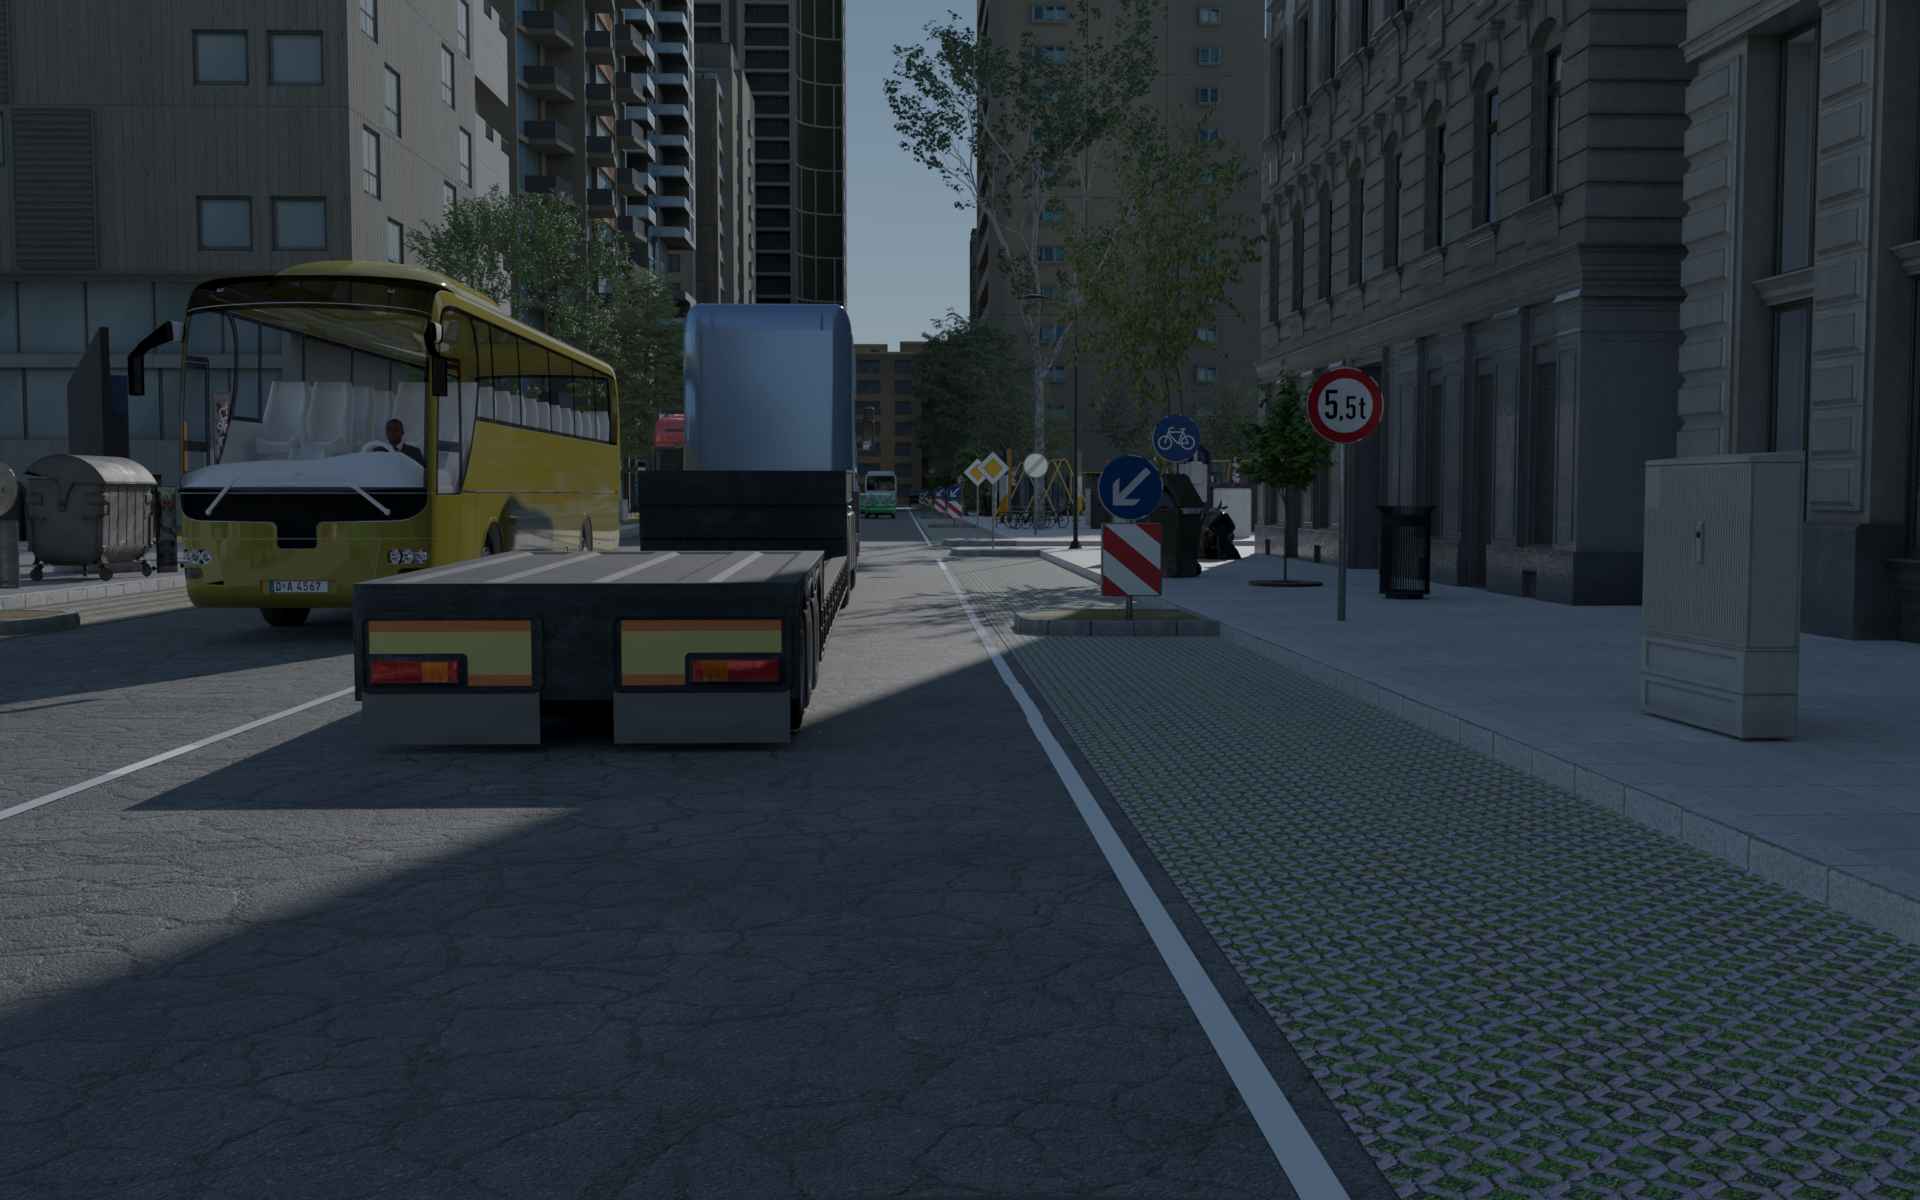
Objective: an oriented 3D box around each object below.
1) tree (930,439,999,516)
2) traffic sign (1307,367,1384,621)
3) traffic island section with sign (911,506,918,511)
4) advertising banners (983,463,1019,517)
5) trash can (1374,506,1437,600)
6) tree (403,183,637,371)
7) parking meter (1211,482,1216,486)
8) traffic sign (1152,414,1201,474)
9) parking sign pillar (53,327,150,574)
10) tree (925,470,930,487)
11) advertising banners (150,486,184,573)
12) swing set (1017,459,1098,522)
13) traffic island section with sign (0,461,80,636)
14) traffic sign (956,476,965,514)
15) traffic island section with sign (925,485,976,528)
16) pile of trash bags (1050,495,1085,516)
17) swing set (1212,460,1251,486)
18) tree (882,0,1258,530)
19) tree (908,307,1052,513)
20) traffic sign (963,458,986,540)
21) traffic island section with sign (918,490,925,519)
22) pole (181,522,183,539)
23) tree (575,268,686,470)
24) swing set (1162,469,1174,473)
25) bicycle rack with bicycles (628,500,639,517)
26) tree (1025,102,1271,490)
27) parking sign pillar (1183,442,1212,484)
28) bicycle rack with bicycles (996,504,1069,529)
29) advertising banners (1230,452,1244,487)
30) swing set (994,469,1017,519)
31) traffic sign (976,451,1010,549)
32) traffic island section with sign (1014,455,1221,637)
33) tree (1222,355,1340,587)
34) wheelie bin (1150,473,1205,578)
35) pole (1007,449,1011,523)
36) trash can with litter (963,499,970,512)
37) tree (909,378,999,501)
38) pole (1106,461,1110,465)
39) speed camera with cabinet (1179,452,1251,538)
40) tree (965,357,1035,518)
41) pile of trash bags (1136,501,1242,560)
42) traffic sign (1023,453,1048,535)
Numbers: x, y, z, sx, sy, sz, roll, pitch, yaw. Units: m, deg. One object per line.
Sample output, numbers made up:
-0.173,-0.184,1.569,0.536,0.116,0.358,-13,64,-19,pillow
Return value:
1.102,-7.332,103.590,4.285,4.588,4.351,0,3,0,tree
3.870,-1.063,17.488,0.768,2.556,0.104,0,4,3,traffic sign
-3.092,-8.743,151.574,1.989,1.847,2.006,0,4,-2,traffic island section with sign
2.298,-6.197,97.513,2.074,3.025,0.090,1,4,16,advertising banners
5.460,-0.587,21.245,0.748,1.137,0.748,0,3,0,trash can
-14.748,-8.022,56.915,9.928,11.665,9.643,0,3,0,tree
12.195,-4.787,83.977,0.255,1.863,0.399,3,4,39,parking meter
3.459,-1.690,27.736,0.768,2.556,0.104,0,4,8,traffic sign
-14.179,-2.449,28.512,1.447,3.967,1.447,3,5,40,parking sign pillar
-1.121,-11.021,163.902,4.285,4.588,4.351,0,3,0,tree
-12.767,-2.001,28.899,0.090,3.025,2.074,1,4,15,advertising banners
4.368,-4.911,77.923,2.862,2.851,3.119,0,4,-8,swing set
-10.431,-0.578,18.078,1.989,1.847,2.006,0,4,-2,traffic island section with sign
0.158,-6.767,110.743,0.768,2.556,0.104,0,4,7,traffic sign
-0.360,-3.985,73.785,1.989,1.847,2.006,0,4,-2,traffic island section with sign
6.485,-5.649,102.105,1.912,1.369,3.447,1,4,17,pile of trash bags
12.466,-5.066,80.443,3.119,2.851,2.862,1,4,21,swing set
4.136,-12.563,61.292,12.611,20.169,13.585,0,3,0,tree
1.137,-12.947,118.346,9.857,13.997,8.962,0,3,0,tree
0.494,-2.756,48.702,0.795,2.450,0.064,0,4,-2,traffic sign
-1.300,-5.633,100.724,1.989,1.847,2.006,0,4,-2,traffic island section with sign
-21.833,-3.358,48.740,0.158,3.312,0.155,0,3,0,pole
-16.086,-10.357,87.469,7.486,12.596,7.792,0,3,0,tree
14.086,-6.827,109.238,3.119,2.851,2.862,2,4,34,swing set
-17.252,-5.140,97.422,2.925,0.926,2.852,3,5,44,bicycle rack with bicycles
3.634,-4.986,31.884,4.737,8.622,4.395,0,3,0,tree
10.316,-5.315,75.378,1.447,3.967,1.447,-3,5,-41,parking sign pillar
2.722,-3.133,64.612,2.925,0.926,2.852,-1,4,-22,bicycle rack with bicycles
10.304,-4.472,69.300,2.074,3.025,0.090,1,4,12,advertising banners
3.158,-5.265,83.704,2.862,2.851,3.119,0,4,-6,swing set
0.774,-2.268,40.721,0.795,2.450,0.064,0,4,-2,traffic sign
1.590,-0.589,18.250,1.989,1.847,2.006,0,4,-2,traffic island section with sign
4.561,-1.823,24.402,1.663,3.219,1.824,0,3,0,tree
3.292,-1.149,26.700,0.693,1.594,0.980,3,5,44,wheelie bin
2.208,-5.133,77.760,0.158,3.312,0.155,0,3,0,pole
0.705,-6.892,124.066,1.055,1.170,0.624,0,4,3,trash can with litter
0.127,-11.884,128.709,8.767,10.594,7.601,0,4,8,tree
9.032,-6.852,105.873,0.158,3.312,0.155,0,3,0,pole
7.470,-3.446,50.685,2.038,3.252,0.660,-1,4,-12,speed camera with cabinet
2.123,-8.766,93.684,4.360,8.622,3.978,0,3,0,tree
4.476,-1.556,35.196,1.912,1.369,3.447,0,4,-5,pile of trash bags
2.360,-3.298,54.029,0.768,2.556,0.104,0,4,2,traffic sign
